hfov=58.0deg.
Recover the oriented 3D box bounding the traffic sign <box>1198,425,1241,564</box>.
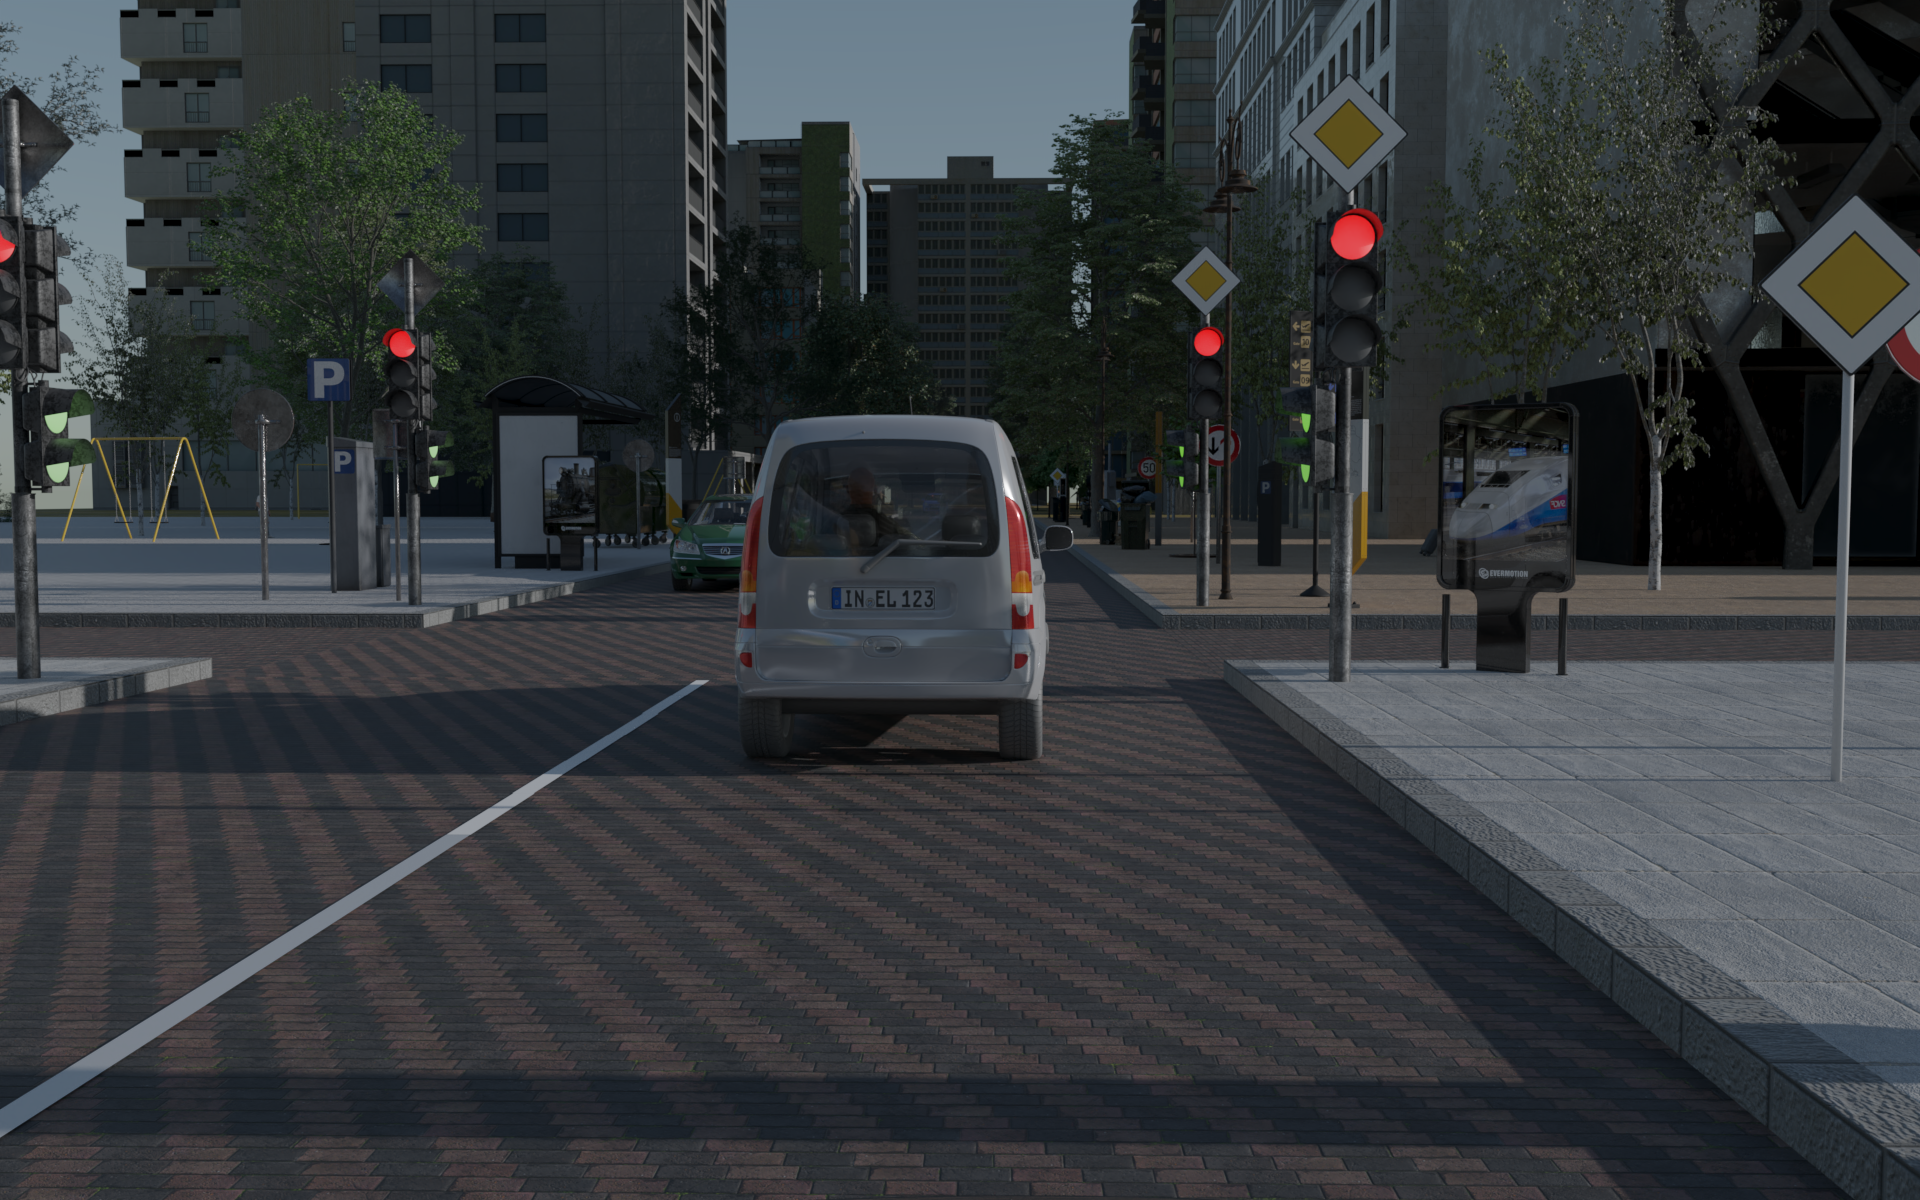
[{"bbox_3d":[4.759,-1.941,31.842,0.768,2.556,0.104,0,4,6],"label":"traffic sign"}]

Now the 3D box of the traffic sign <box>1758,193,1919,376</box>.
[{"bbox_3d":[3.933,-0.484,7.639,0.795,2.593,0.064,0,4,6],"label":"traffic sign"}]

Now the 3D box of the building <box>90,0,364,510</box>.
[{"bbox_3d":[-54.875,-34.275,149.633,27.495,52.752,28.713,0,4,1],"label":"building"}]

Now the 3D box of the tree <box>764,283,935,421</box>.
[{"bbox_3d":[-6.096,-10.850,94.405,9.611,12.733,9.660,0,3,0],"label":"tree"}]

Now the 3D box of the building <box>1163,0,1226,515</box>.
[{"bbox_3d":[20.161,-26.203,112.008,14.154,41.232,14.086,0,4,1],"label":"building"}]

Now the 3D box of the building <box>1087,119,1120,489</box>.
[{"bbox_3d":[27.472,-33.145,196.548,28.867,44.769,22.147,0,4,1],"label":"building"}]

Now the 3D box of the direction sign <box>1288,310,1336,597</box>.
[{"bbox_3d":[4.457,-1.812,21.629,0.876,3.537,0.379,-2,4,-27],"label":"direction sign"}]

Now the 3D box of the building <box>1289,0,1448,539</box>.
[{"bbox_3d":[17.492,-12.347,56.619,10.420,20.320,16.860,0,4,1],"label":"building"}]

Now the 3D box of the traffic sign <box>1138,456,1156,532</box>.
[{"bbox_3d":[6.413,-3.588,58.777,0.768,2.556,0.104,0,4,7],"label":"traffic sign"}]

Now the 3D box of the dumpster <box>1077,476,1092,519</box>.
[{"bbox_3d":[6.673,-5.174,87.084,1.502,2.255,1.985,0,4,1],"label":"dumpster"}]

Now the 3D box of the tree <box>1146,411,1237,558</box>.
[{"bbox_3d":[4.877,-2.475,35.075,1.663,3.219,1.824,0,3,0],"label":"tree"}]

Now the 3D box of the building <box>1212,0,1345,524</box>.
[{"bbox_3d":[18.960,-18.477,79.593,11.434,29.767,29.804,0,4,1],"label":"building"}]

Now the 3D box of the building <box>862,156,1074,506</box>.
[{"bbox_3d":[1.150,-31.187,201.781,23.993,40.220,32.217,0,4,1],"label":"building"}]

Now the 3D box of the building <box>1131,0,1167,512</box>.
[{"bbox_3d":[24.583,-29.274,133.259,22.147,44.769,28.867,0,4,1],"label":"building"}]

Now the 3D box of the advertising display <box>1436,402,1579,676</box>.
[{"bbox_3d":[3.924,-0.443,12.459,0.974,1.923,0.123,3,4,36],"label":"advertising display"}]

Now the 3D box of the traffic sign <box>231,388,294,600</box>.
[{"bbox_3d":[-8.421,-1.273,20.926,0.768,2.556,0.104,0,4,3],"label":"traffic sign"}]

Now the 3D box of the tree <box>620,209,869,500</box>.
[{"bbox_3d":[-6.520,-7.527,57.482,7.601,10.594,8.767,0,3,0],"label":"tree"}]

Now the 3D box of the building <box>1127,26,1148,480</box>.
[{"bbox_3d":[21.943,-28.845,155.213,14.154,41.232,14.086,0,4,1],"label":"building"}]

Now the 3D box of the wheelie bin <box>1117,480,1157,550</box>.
[{"bbox_3d":[4.077,-1.968,40.087,0.980,1.594,0.693,1,4,16],"label":"wheelie bin"}]

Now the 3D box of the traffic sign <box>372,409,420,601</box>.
[{"bbox_3d":[-6.749,-1.140,20.763,0.606,2.300,0.079,1,4,9],"label":"traffic sign"}]

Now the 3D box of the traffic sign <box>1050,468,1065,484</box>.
[{"bbox_3d":[4.879,-5.301,86.397,0.795,2.593,0.064,0,4,7],"label":"traffic sign"}]

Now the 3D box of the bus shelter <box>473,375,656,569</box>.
[{"bbox_3d":[-7.192,-2.341,32.197,2.014,3.302,5.546,0,4,1],"label":"bus shelter"}]

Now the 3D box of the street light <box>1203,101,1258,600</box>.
[{"bbox_3d":[3.240,-2.945,20.938,0.468,5.910,1.993,0,4,1],"label":"street light"}]

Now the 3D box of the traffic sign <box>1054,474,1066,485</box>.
[{"bbox_3d":[5.051,-5.217,87.434,0.606,2.300,0.079,1,4,8],"label":"traffic sign"}]

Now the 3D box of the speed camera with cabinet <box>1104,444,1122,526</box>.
[{"bbox_3d":[6.126,-4.535,68.477,0.660,3.252,2.038,3,4,37],"label":"speed camera with cabinet"}]

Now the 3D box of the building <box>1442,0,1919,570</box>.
[{"bbox_3d":[20.403,-10.255,35.114,16.811,18.784,16.820,0,4,1],"label":"building"}]

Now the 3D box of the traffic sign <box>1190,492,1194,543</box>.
[{"bbox_3d":[6.138,-2.793,45.764,0.768,2.556,0.104,0,4,2],"label":"traffic sign"}]

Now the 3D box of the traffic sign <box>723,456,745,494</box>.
[{"bbox_3d":[-6.145,-2.752,47.119,0.606,2.300,0.079,0,4,4],"label":"traffic sign"}]

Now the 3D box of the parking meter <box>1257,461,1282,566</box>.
[{"bbox_3d":[5.504,-1.536,30.821,0.255,1.863,0.399,-3,5,-42],"label":"parking meter"}]

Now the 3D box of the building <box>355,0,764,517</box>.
[{"bbox_3d":[-22.844,-40.764,104.737,20.563,71.187,20.611,0,4,1],"label":"building"}]

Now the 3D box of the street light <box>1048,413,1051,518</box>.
[{"bbox_3d":[4.882,-7.445,94.519,0.468,5.910,1.993,0,4,1],"label":"street light"}]

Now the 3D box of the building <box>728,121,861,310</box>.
[{"bbox_3d":[-18.479,-31.185,193.475,14.086,41.232,14.154,0,4,1],"label":"building"}]

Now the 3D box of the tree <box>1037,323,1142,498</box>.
[{"bbox_3d":[5.280,-7.530,73.473,4.737,8.622,4.395,0,3,0],"label":"tree"}]

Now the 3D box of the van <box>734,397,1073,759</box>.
[{"bbox_3d":[-0.297,-0.229,10.753,2.013,2.044,4.112,0,4,3],"label":"van"}]

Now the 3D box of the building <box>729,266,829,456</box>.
[{"bbox_3d":[-26.429,-18.681,150.471,28.899,21.520,27.650,0,4,1],"label":"building"}]

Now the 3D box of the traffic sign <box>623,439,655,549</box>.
[{"bbox_3d":[-7.459,-2.451,40.174,0.768,2.556,0.104,1,4,8],"label":"traffic sign"}]

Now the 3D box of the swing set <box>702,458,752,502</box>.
[{"bbox_3d":[-9.724,-4.611,73.017,2.862,2.851,3.119,0,4,-1],"label":"swing set"}]

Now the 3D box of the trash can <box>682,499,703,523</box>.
[{"bbox_3d":[-7.133,-2.078,45.623,0.748,1.137,0.748,0,3,0],"label":"trash can"}]

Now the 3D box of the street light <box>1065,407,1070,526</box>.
[{"bbox_3d":[4.366,-5.960,70.232,0.468,5.910,1.993,0,4,1],"label":"street light"}]

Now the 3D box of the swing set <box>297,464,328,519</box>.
[{"bbox_3d":[-33.293,-5.694,90.723,3.119,2.851,2.862,-1,4,-22],"label":"swing set"}]

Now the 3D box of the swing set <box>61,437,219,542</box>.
[{"bbox_3d":[-22.637,-3.085,48.060,3.119,2.851,2.862,1,4,12],"label":"swing set"}]

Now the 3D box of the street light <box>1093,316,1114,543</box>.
[{"bbox_3d":[3.732,-4.430,45.226,0.468,5.910,1.993,0,4,1],"label":"street light"}]

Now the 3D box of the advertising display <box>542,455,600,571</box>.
[{"bbox_3d":[-6.488,-1.449,28.903,0.974,1.923,0.123,1,4,12],"label":"advertising display"}]

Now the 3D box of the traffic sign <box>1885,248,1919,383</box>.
[{"bbox_3d":[4.937,-0.523,8.652,0.768,2.556,0.104,0,4,2],"label":"traffic sign"}]

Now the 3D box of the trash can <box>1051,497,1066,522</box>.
[{"bbox_3d":[4.513,-4.093,78.568,0.748,1.137,0.748,0,3,0],"label":"trash can"}]

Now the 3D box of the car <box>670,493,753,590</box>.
[{"bbox_3d":[-3.365,-0.945,27.249,2.131,1.459,4.920,0,3,0],"label":"car"}]
